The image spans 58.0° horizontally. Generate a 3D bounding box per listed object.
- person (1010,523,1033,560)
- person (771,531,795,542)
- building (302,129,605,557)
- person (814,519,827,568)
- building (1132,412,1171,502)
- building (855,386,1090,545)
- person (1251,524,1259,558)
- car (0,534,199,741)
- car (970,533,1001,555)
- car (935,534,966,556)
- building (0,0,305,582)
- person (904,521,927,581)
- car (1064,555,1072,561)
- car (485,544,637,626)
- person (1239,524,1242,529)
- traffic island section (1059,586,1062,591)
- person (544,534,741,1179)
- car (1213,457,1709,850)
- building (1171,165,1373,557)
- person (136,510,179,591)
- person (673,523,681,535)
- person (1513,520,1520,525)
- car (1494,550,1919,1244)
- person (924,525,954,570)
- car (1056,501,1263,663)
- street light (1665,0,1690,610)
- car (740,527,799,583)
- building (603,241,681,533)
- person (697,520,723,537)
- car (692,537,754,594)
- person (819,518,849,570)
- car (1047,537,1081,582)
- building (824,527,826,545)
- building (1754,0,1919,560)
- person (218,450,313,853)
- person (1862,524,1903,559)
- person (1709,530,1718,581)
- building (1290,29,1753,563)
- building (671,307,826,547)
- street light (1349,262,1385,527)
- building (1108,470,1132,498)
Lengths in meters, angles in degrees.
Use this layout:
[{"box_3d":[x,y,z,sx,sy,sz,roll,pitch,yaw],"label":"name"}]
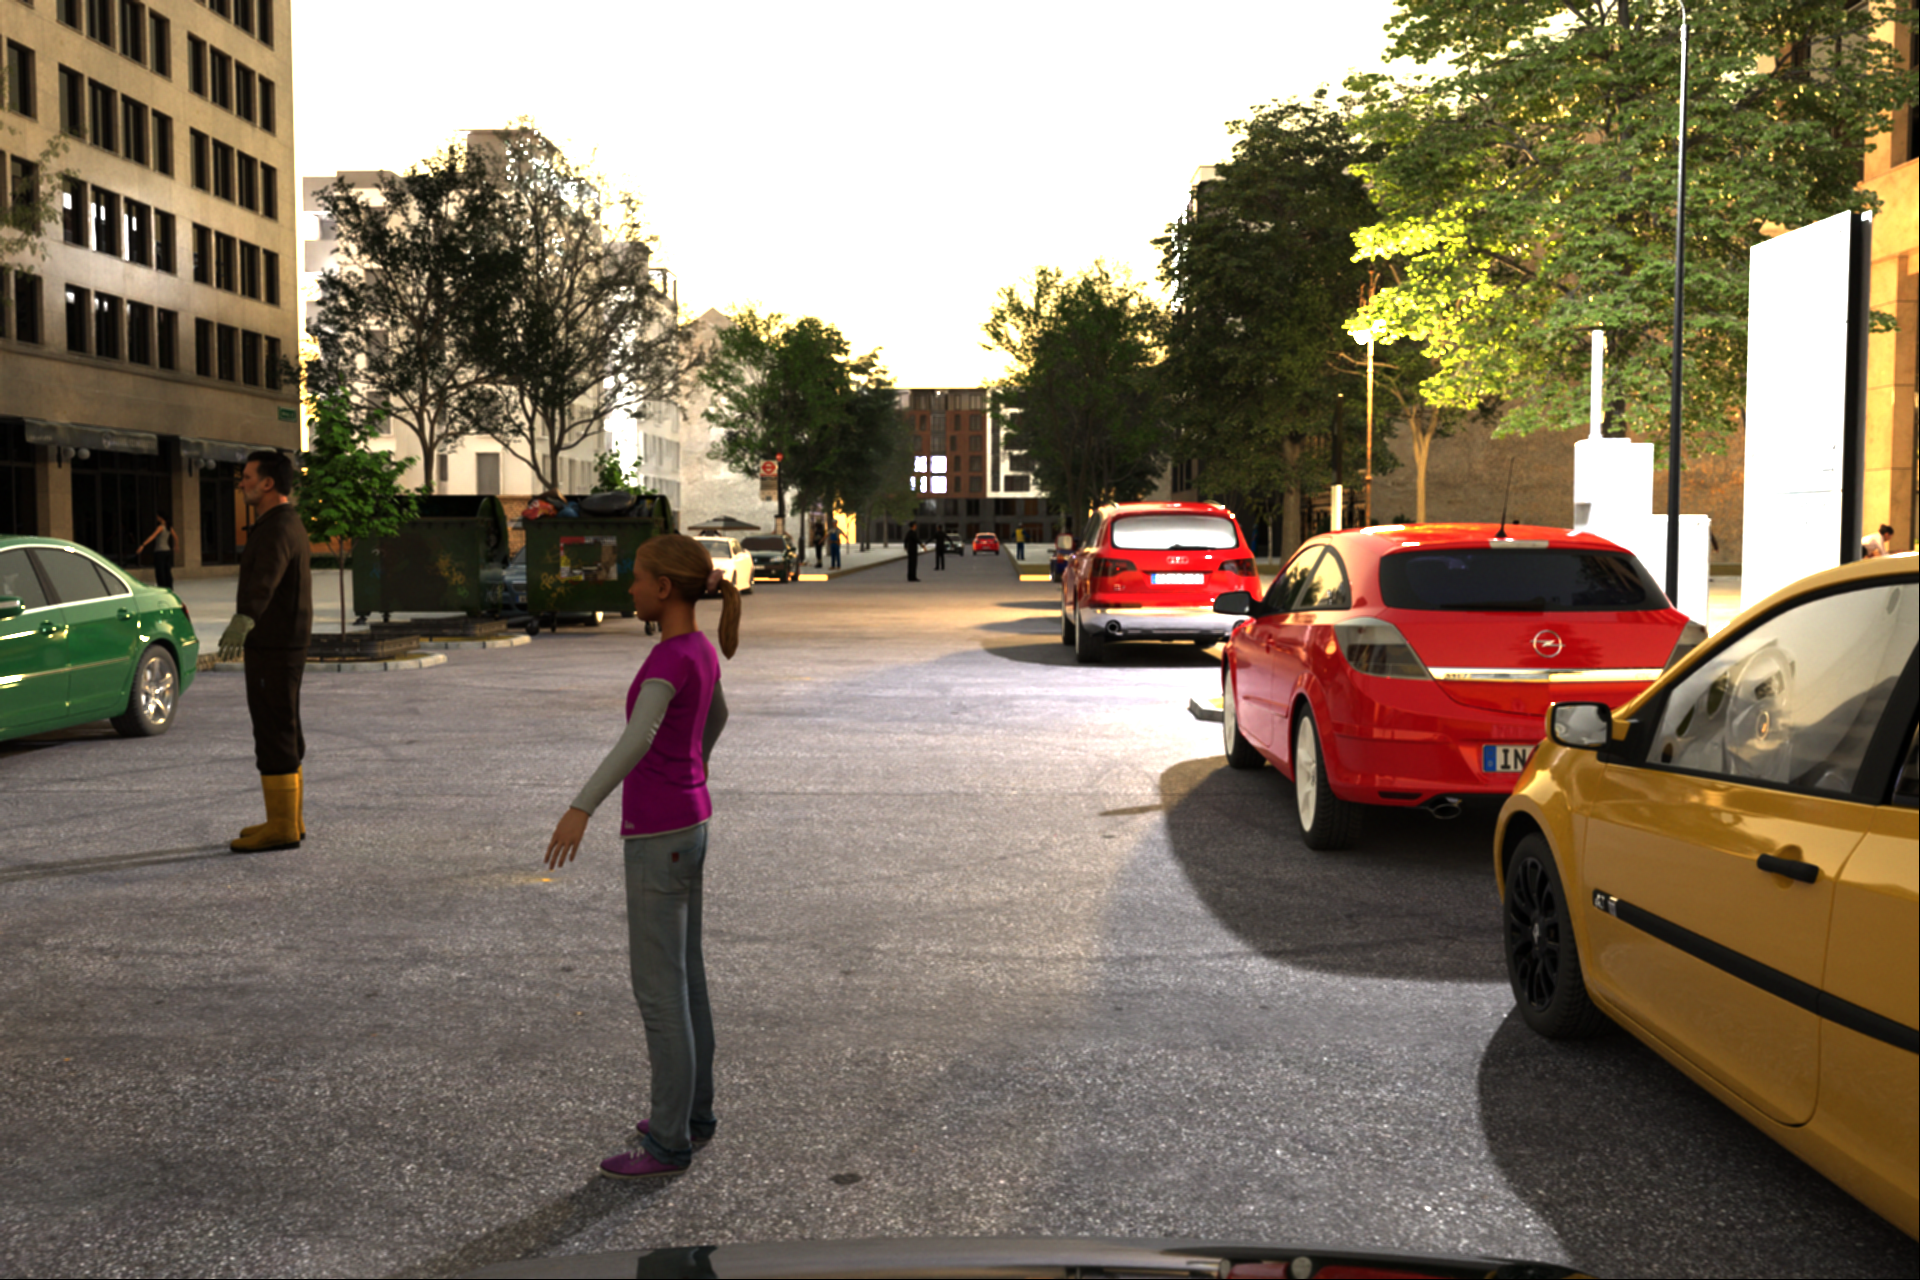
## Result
[{"box_3d":[2.996,-4.852,85.302,1.349,1.833,0.705,3,4,36],"label":"person"},{"box_3d":[-6.906,-3.638,66.276,1.217,1.733,0.721,0,4,-6],"label":"person"},{"box_3d":[-24.827,-13.818,82.349,16.016,20.090,11.380,0,4,2],"label":"building"},{"box_3d":[-5.380,-3.664,65.683,0.705,1.856,1.354,0,4,0],"label":"person"},{"box_3d":[27.985,-21.410,180.978,19.493,23.208,18.063,0,4,2],"label":"building"},{"box_3d":[2.171,-24.724,250.664,32.646,21.610,27.936,0,4,3],"label":"building"},{"box_3d":[15.846,-5.316,93.042,0.704,1.817,1.347,1,4,12],"label":"person"},{"box_3d":[-6.632,0.051,10.972,2.131,1.459,4.920,0,4,1],"label":"car"},{"box_3d":[1.786,-6.756,119.501,2.155,1.783,4.494,0,4,0],"label":"car"},{"box_3d":[-0.612,-6.323,113.170,2.009,1.686,4.222,0,4,1],"label":"car"},{"box_3d":[-31.621,-14.582,40.583,24.374,26.755,37.873,0,4,2],"label":"building"},{"box_3d":[-1.410,-2.702,52.569,0.705,1.837,1.347,-2,4,-29],"label":"person"},{"box_3d":[3.084,-1.469,34.247,2.015,1.641,3.980,0,4,1],"label":"car"},{"box_3d":[-6.442,-1.006,28.458,2.014,1.417,4.499,0,4,1],"label":"car"},{"box_3d":[13.874,-4.900,86.573,0.721,1.772,1.216,0,4,-7],"label":"person"},{"box_3d":[3.523,-1.303,44.177,1.991,0.108,1.994,0,4,1],"label":"traffic island section"},{"box_3d":[-0.722,0.475,3.961,0.599,1.433,0.991,0,4,8],"label":"person"},{"box_3d":[2.495,-0.016,9.309,2.155,1.783,4.494,0,4,2],"label":"car"},{"box_3d":[27.438,-16.417,112.400,27.936,21.610,32.646,0,4,1],"label":"building"},{"box_3d":[-15.186,-1.593,32.849,0.721,1.737,1.217,1,4,9],"label":"person"},{"box_3d":[-13.304,-4.535,80.339,1.347,1.806,0.705,-2,4,-32],"label":"person"},{"box_3d":[18.625,-3.120,57.728,0.721,1.740,1.216,0,4,0],"label":"person"},{"box_3d":[2.473,0.394,3.776,2.015,1.641,3.980,0,3,0],"label":"car"},{"box_3d":[-0.813,-3.687,68.964,1.346,1.802,0.704,-2,4,-28],"label":"person"},{"box_3d":[2.317,-0.742,20.802,2.281,1.827,5.304,0,4,1],"label":"car"},{"box_3d":[6.519,-2.560,14.395,1.470,5.913,1.316,0,4,2],"label":"street light"},{"box_3d":[-5.825,-2.563,51.697,2.009,1.686,4.222,0,4,1],"label":"car"},{"box_3d":[-25.669,-15.702,113.148,16.016,20.090,11.380,0,4,2],"label":"building"},{"box_3d":[-9.789,-3.770,67.782,1.345,1.843,0.704,-1,4,-12],"label":"person"},{"box_3d":[-5.880,-1.682,39.861,2.083,1.381,4.827,0,4,1],"label":"car"},{"box_3d":[-4.499,-3.456,62.363,1.347,1.847,0.705,2,4,33],"label":"person"},{"box_3d":[3.641,-2.448,52.600,1.945,1.354,3.894,0,4,1],"label":"car"},{"box_3d":[-20.391,-16.190,206.861,9.099,9.664,28.070,0,4,2],"label":"building"},{"box_3d":[28.498,-15.562,20.664,22.709,31.103,35.509,0,4,1],"label":"building"},{"box_3d":[-3.178,0.040,7.940,0.704,1.812,1.346,-1,4,-15],"label":"person"},{"box_3d":[14.175,-1.085,26.974,0.799,1.438,0.628,-2,4,-35],"label":"person"},{"box_3d":[20.098,-2.459,46.804,0.990,1.755,0.434,-1,4,-12],"label":"person"},{"box_3d":[27.347,-15.502,84.383,19.493,23.208,18.063,0,4,1],"label":"building"},{"box_3d":[-23.821,-21.158,176.855,19.493,23.208,18.063,0,4,0],"label":"building"},{"box_3d":[7.037,-3.486,29.783,0.468,5.910,1.993,0,4,2],"label":"street light"},{"box_3d":[26.791,-22.556,199.726,19.493,23.208,18.063,0,4,2],"label":"building"}]
